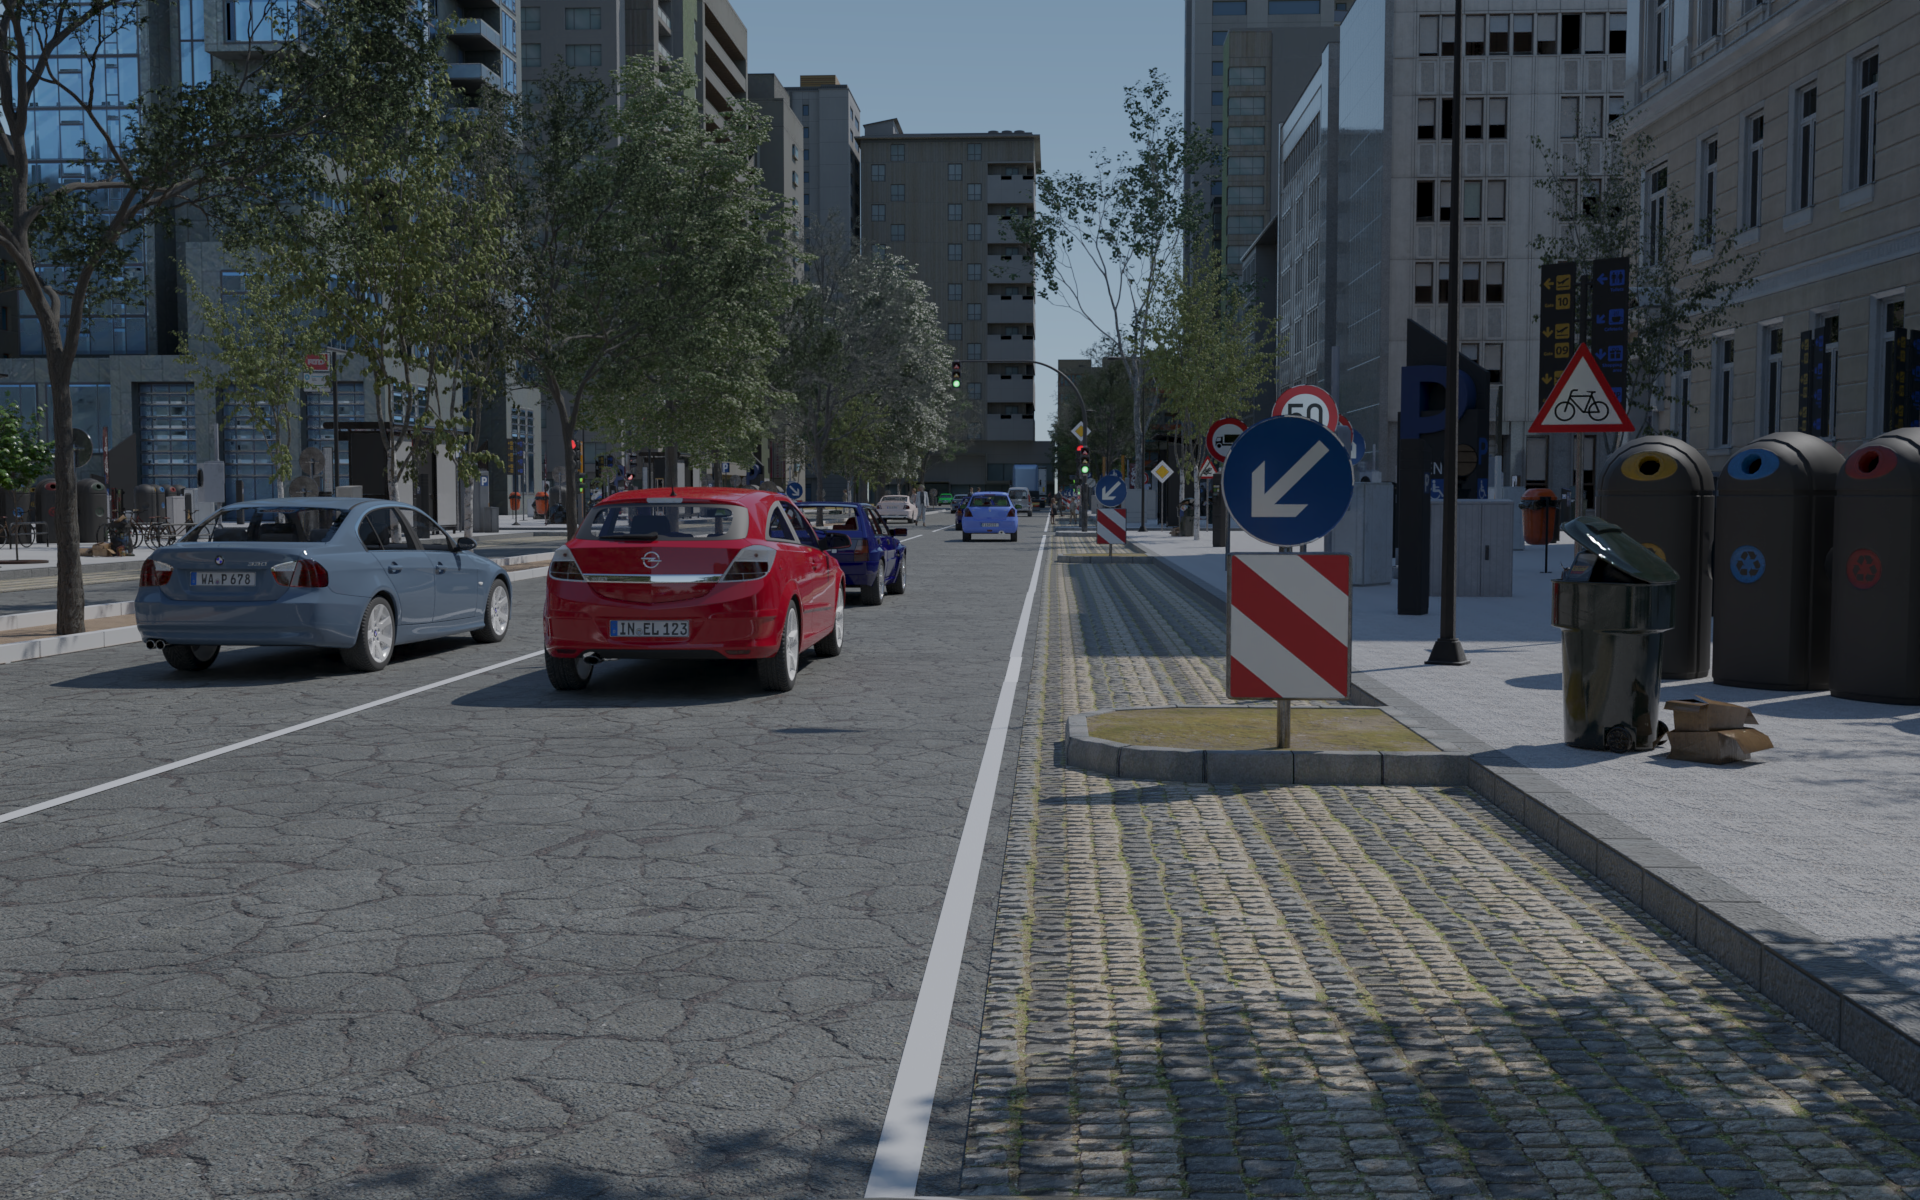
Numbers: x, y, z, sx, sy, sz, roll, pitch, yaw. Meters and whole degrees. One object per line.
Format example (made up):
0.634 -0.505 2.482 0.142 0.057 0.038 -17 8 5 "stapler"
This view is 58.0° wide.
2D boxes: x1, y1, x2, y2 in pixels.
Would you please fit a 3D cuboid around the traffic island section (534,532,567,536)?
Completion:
-13.322 -2.294 59.787 2.009 0.180 2.903 0 4 3 "traffic island section"

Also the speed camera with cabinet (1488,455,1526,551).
12.427 -2.799 40.102 0.660 3.252 2.038 0 4 -6 "speed camera with cabinet"

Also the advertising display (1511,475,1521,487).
18.468 -3.202 57.563 0.123 1.923 0.974 0 4 7 "advertising display"

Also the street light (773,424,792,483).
-11.746 -8.647 113.926 1.470 5.913 1.316 0 4 3 "street light"

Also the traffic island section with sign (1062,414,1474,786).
1.575 -0.050 9.444 1.989 1.847 2.006 0 4 3 "traffic island section with sign"

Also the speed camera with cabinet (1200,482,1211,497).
18.856 -8.657 135.877 0.660 3.252 2.038 -2 4 -25 "speed camera with cabinet"

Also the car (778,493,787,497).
-8.696 -4.301 79.912 1.945 1.707 3.694 0 4 1 "car"

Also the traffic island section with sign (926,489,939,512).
-2.230 -8.193 142.087 2.006 1.907 1.989 0 4 3 "traffic island section with sign"

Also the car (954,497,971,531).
0.725 -3.474 69.380 1.945 1.354 3.894 0 4 2 "car"

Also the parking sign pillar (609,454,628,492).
-22.908 -7.808 116.129 1.447 3.967 1.447 3 4 37 "parking sign pillar"

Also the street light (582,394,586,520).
-14.257 -5.840 68.024 1.470 5.913 1.316 0 4 3 "street light"

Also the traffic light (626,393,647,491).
-10.755 -5.681 67.545 4.771 5.953 1.251 0 4 3 "traffic light"

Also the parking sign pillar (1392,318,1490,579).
7.293 -2.306 26.175 1.447 3.967 1.447 3 5 41 "parking sign pillar"

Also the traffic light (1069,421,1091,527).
4.637 -4.757 66.691 0.839 4.253 0.868 0 4 3 "traffic light"

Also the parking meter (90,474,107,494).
-24.755 -2.696 49.792 0.399 1.863 0.255 -3 5 -41 "parking meter"

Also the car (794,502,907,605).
-1.744 -0.680 23.698 1.945 1.354 3.894 0 4 5 "car"

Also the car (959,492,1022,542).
0.940 -2.672 53.283 1.945 1.707 3.694 0 4 2 "car"

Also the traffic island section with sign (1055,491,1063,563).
3.039 -1.696 36.359 1.989 1.847 2.006 0 4 3 "traffic island section with sign"

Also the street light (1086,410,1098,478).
7.616 -7.531 95.666 1.470 5.913 1.316 0 4 3 "street light"

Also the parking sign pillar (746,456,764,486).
-13.161 -7.516 111.355 1.447 3.967 1.447 3 5 40 "parking sign pillar"

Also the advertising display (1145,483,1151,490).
11.140 -5.851 100.885 0.974 1.923 0.123 0 4 2 "advertising display"

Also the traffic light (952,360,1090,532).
2.110 -5.139 58.689 4.771 5.953 1.251 0 4 3 "traffic light"

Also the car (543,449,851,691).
-2.013 -0.309 14.092 2.155 1.783 4.494 0 4 3 "car"

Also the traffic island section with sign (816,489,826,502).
-9.680 -6.845 120.537 1.989 1.847 2.006 0 4 3 "traffic island section with sign"

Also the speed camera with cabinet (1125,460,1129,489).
10.323 -6.428 99.429 2.038 3.252 0.660 3 4 38 "speed camera with cabinet"

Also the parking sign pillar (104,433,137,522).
-36.725 -5.339 75.769 1.447 3.967 1.447 2 4 32 "parking sign pillar"

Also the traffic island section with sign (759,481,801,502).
-6.717 -3.151 59.663 2.006 1.907 1.989 0 4 3 "traffic island section with sign"

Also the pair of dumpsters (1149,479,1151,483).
11.691 -6.184 103.602 1.574 2.255 4.437 0 4 3 "pair of dumpsters"

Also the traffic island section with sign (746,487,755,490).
-11.230 -5.125 92.415 1.989 1.847 2.006 0 4 3 "traffic island section with sign"

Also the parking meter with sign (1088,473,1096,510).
10.694 -8.763 139.541 0.543 3.016 1.738 -1 4 -23 "parking meter with sign"

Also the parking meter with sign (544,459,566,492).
-19.715 -5.478 85.819 1.738 3.016 0.543 -1 4 -13 "parking meter with sign"

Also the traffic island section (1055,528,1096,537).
4.243 -2.235 58.829 2.009 0.180 2.903 0 4 3 "traffic island section"

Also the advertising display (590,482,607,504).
-19.447 -5.355 92.764 0.974 1.923 0.123 3 4 37 "advertising display"

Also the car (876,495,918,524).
-3.102 -4.469 85.424 2.083 1.381 4.827 0 4 3 "car"

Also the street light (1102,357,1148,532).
5.663 -5.265 58.625 1.470 5.913 1.316 0 4 3 "street light"

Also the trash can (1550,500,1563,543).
15.341 -2.051 45.188 0.748 1.137 0.748 0 3 0 "trash can"

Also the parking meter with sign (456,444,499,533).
-16.081 -3.755 57.656 1.738 3.016 0.543 2 4 32 "parking meter with sign"

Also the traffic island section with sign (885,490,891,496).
-7.014 -9.846 169.604 1.989 1.847 2.006 0 4 3 "traffic island section with sign"

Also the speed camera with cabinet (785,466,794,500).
-11.764 -7.735 120.799 0.660 3.252 2.038 0 4 3 "speed camera with cabinet"

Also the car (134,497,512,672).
-5.430 -0.202 15.312 2.014 1.417 4.499 0 4 5 "car"

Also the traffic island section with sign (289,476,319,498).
-14.231 -1.736 37.008 1.989 1.847 2.006 0 4 3 "traffic island section with sign"

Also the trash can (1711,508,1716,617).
7.822 -0.408 18.321 0.748 1.137 0.748 0 3 0 "trash can"

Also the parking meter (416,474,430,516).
-15.478 -2.703 49.909 0.255 1.863 0.399 -3 5 -41 "parking meter"

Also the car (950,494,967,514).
0.261 -7.055 127.352 2.014 1.417 4.499 0 4 3 "car"

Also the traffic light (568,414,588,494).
-13.283 -4.326 59.650 0.839 4.253 0.868 0 4 3 "traffic light"

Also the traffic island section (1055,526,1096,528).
4.677 -2.723 66.802 2.009 0.180 2.903 0 4 3 "traffic island section"

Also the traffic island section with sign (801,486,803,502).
-6.305 -3.604 67.058 2.006 1.907 1.989 0 4 3 "traffic island section with sign"

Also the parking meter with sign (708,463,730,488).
-13.562 -6.084 95.728 0.543 3.016 1.738 3 5 42 "parking meter with sign"

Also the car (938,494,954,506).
-1.646 -12.039 205.636 1.959 1.807 4.718 0 4 2 "car"

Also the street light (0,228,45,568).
-16.340 -3.510 29.926 1.470 5.913 1.316 0 4 3 "street light"

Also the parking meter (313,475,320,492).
-20.242 -2.967 54.224 0.255 1.863 0.399 1 4 17 "parking meter"

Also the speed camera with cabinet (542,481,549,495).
-28.699 -7.536 117.549 0.660 3.252 2.038 1 4 23 "speed camera with cabinet"

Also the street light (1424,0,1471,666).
3.146 -2.472 12.954 1.470 5.913 1.316 0 4 3 "street light"
